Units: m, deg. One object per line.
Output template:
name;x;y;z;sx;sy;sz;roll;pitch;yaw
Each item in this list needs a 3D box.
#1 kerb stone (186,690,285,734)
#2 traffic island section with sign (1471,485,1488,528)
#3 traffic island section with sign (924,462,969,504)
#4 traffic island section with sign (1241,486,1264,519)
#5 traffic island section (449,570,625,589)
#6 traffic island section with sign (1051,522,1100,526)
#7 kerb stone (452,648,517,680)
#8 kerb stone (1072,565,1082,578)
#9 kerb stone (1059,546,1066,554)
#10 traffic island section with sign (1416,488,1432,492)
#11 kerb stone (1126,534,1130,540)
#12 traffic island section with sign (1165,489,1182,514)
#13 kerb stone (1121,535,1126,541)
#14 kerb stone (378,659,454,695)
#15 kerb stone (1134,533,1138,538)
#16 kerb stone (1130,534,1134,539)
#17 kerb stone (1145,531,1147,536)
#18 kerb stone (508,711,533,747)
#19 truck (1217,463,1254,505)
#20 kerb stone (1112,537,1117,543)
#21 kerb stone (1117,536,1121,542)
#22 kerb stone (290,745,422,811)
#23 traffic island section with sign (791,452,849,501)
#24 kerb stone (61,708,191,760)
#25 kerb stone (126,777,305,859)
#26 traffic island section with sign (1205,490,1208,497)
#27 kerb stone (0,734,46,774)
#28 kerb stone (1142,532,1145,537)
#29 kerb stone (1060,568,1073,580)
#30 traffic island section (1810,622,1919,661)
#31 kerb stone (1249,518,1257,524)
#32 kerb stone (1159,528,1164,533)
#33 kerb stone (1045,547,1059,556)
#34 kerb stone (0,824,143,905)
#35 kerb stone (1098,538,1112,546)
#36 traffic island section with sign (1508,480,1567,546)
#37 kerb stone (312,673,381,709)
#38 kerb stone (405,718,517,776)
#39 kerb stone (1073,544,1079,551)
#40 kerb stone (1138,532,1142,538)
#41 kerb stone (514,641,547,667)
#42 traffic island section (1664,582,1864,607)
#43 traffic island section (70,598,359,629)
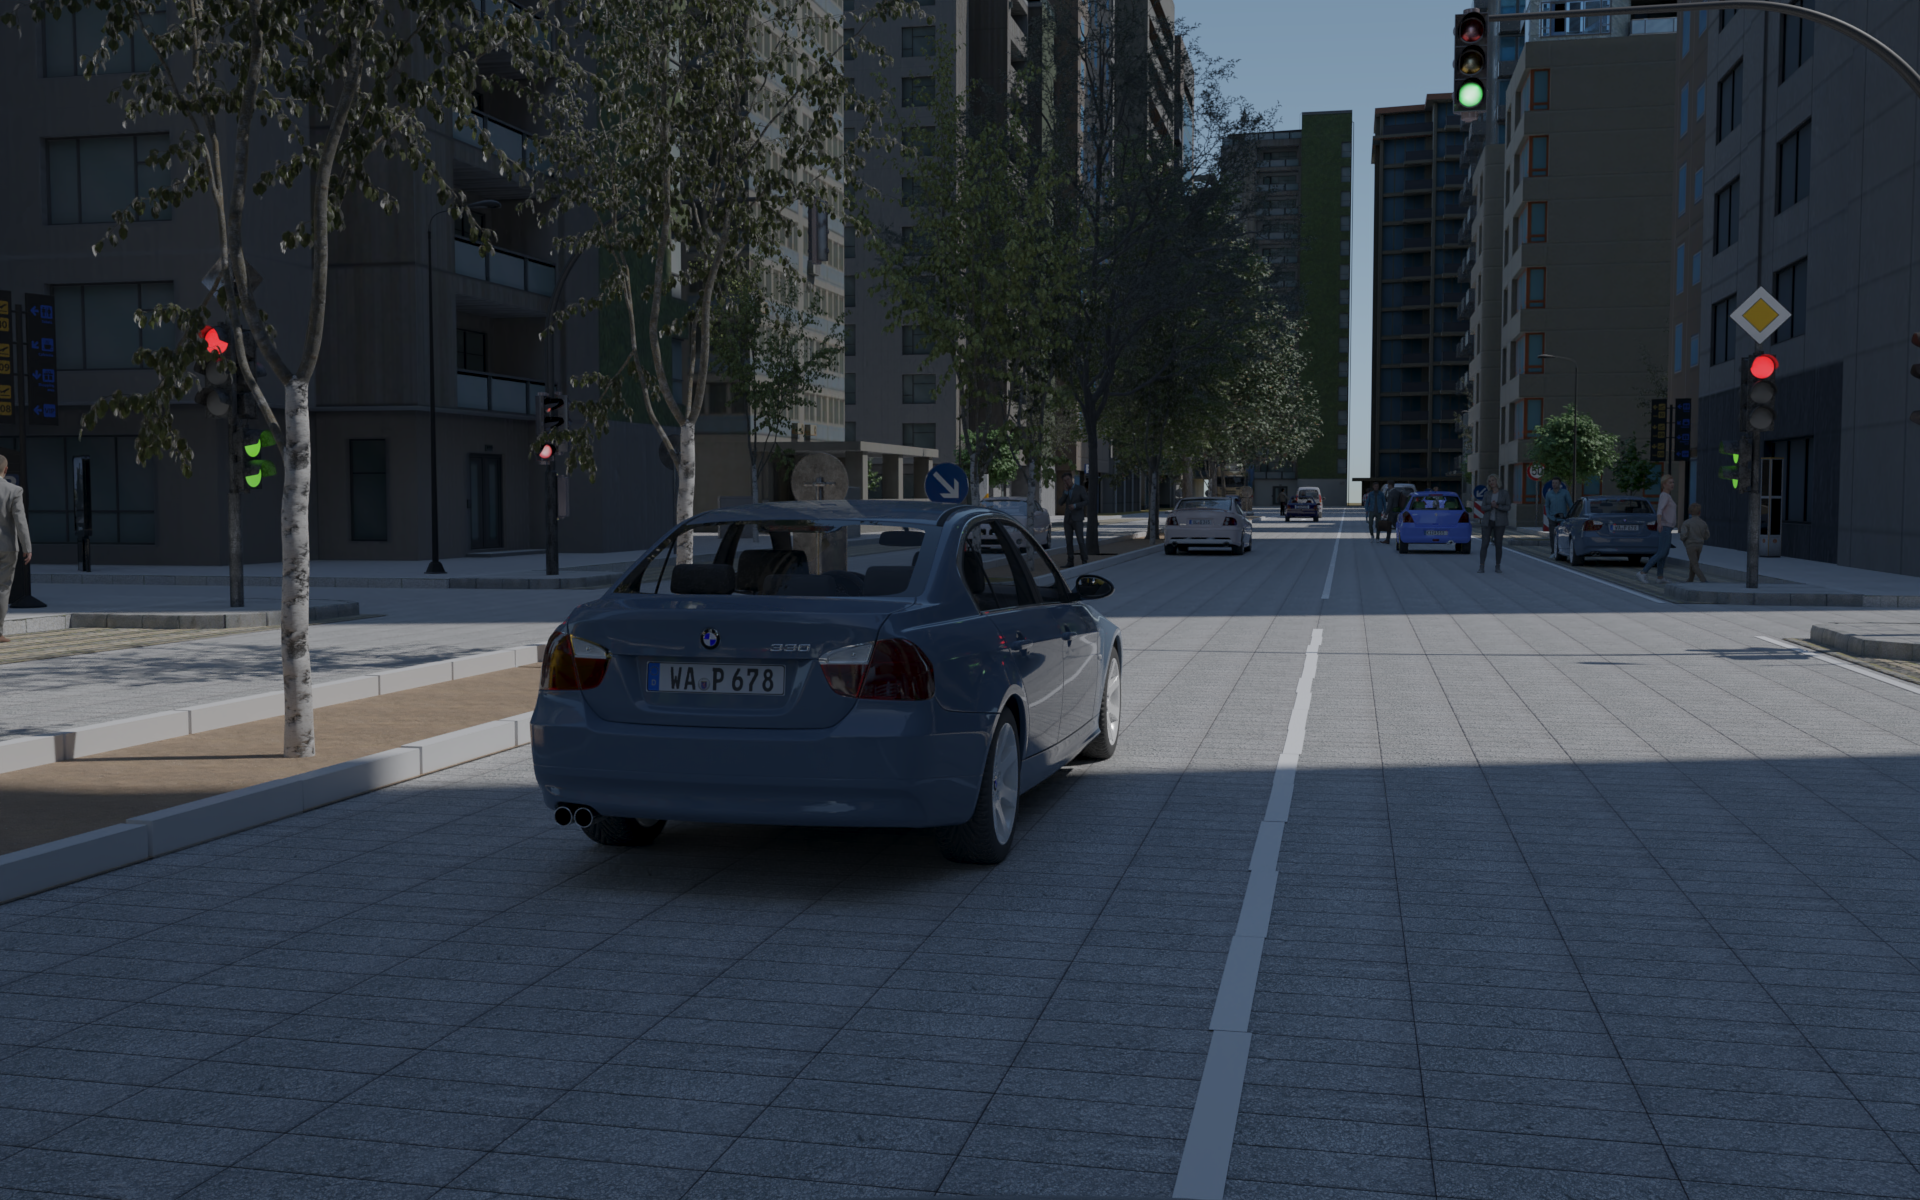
kerb stone;-4.507;0.699;10.772;0.120;0.150;1.000;1;4;13
traffic island section with sign;22.236;-4.028;74.483;1.989;1.847;2.006;1;4;13
traffic island section with sign;-0.054;-1.075;25.705;2.006;1.907;1.989;1;4;13
traffic island section with sign;16.370;-5.559;99.033;2.006;1.907;1.989;1;4;13
traffic island section;-6.488;-0.319;27.493;2.009;0.180;2.903;1;4;13
traffic island section with sign;5.275;-4.270;78.448;1.989;1.847;2.006;1;4;13
kerb stone;-3.828;0.518;13.762;0.120;0.150;1.000;1;4;13
kerb stone;1.923;-0.468;29.846;0.120;0.150;1.000;1;4;13
kerb stone;2.333;-1.168;41.296;0.120;0.150;1.000;1;4;13
traffic island section with sign;33.096;-6.990;122.920;1.989;1.847;2.006;1;4;13
kerb stone;5.030;-1.903;53.315;0.120;0.150;1.000;1;4;13
traffic island section with sign;16.103;-7.225;126.758;1.989;1.847;2.006;1;4;13
kerb stone;4.807;-1.841;52.318;0.120;0.150;1.000;1;4;13
kerb stone;-4.055;0.577;12.766;0.120;0.150;1.000;1;4;13
kerb stone;5.483;-2.026;55.315;0.120;0.150;1.000;1;4;13
kerb stone;5.251;-1.957;54.320;0.120;0.150;1.000;1;4;13
kerb stone;6.155;-2.209;58.321;0.120;0.150;1.000;1;4;13
kerb stone;-2.451;0.727;10.303;0.120;0.150;1.000;1;4;13
truck;23.455;-9.713;147.715;2.839;4.237;11.283;1;4;14
kerb stone;4.363;-1.720;50.312;0.120;0.150;1.000;1;4;13
kerb stone;4.580;-1.781;51.316;0.120;0.150;1.000;1;4;13
kerb stone;-2.906;0.856;8.302;0.120;0.150;1.000;1;4;13
traffic island section with sign;-1.683;-0.633;18.478;2.006;1.907;1.989;1;4;13
kerb stone;-4.732;0.760;9.770;0.120;0.150;1.000;1;4;13
kerb stone;-3.120;0.911;7.302;0.120;0.150;1.000;1;4;13
traffic island section with sign;22.010;-8.838;153.124;1.989;1.847;2.006;1;4;13
kerb stone;-4.955;0.821;8.772;0.120;0.150;1.000;1;4;13
kerb stone;5.926;-2.147;57.324;0.120;0.150;1.000;1;4;13
kerb stone;1.697;-0.407;28.844;0.120;0.150;1.000;1;4;13
traffic island section;9.078;0.395;15.830;2.009;0.180;2.903;1;4;13
kerb stone;14.702;-3.956;86.872;0.120;0.150;1.000;1;4;13
kerb stone;7.721;-2.638;65.327;0.120;0.150;1.000;1;4;13
kerb stone;2.107;-1.103;40.299;0.120;0.150;1.000;1;4;13
kerb stone;-3.347;0.983;6.307;0.120;0.150;1.000;1;4;13
kerb stone;4.130;-1.655;49.317;0.120;0.150;1.000;1;4;13
traffic island section with sign;16.335;-2.419;48.179;1.989;1.847;2.006;1;4;13
kerb stone;-4.281;0.641;11.769;0.120;0.150;1.000;1;4;13
kerb stone;-2.682;0.788;9.305;0.120;0.150;1.000;1;4;13
kerb stone;2.779;-1.291;43.305;0.120;0.150;1.000;1;4;13
kerb stone;5.709;-2.087;56.324;0.120;0.150;1.000;1;4;13
kerb stone;-3.607;0.455;14.760;0.120;0.150;1.000;1;4;13
traffic island section;10.824;-0.082;23.622;2.009;0.180;2.903;1;4;13
traffic island section;-8.234;0.158;19.700;2.009;0.180;2.903;1;4;13
